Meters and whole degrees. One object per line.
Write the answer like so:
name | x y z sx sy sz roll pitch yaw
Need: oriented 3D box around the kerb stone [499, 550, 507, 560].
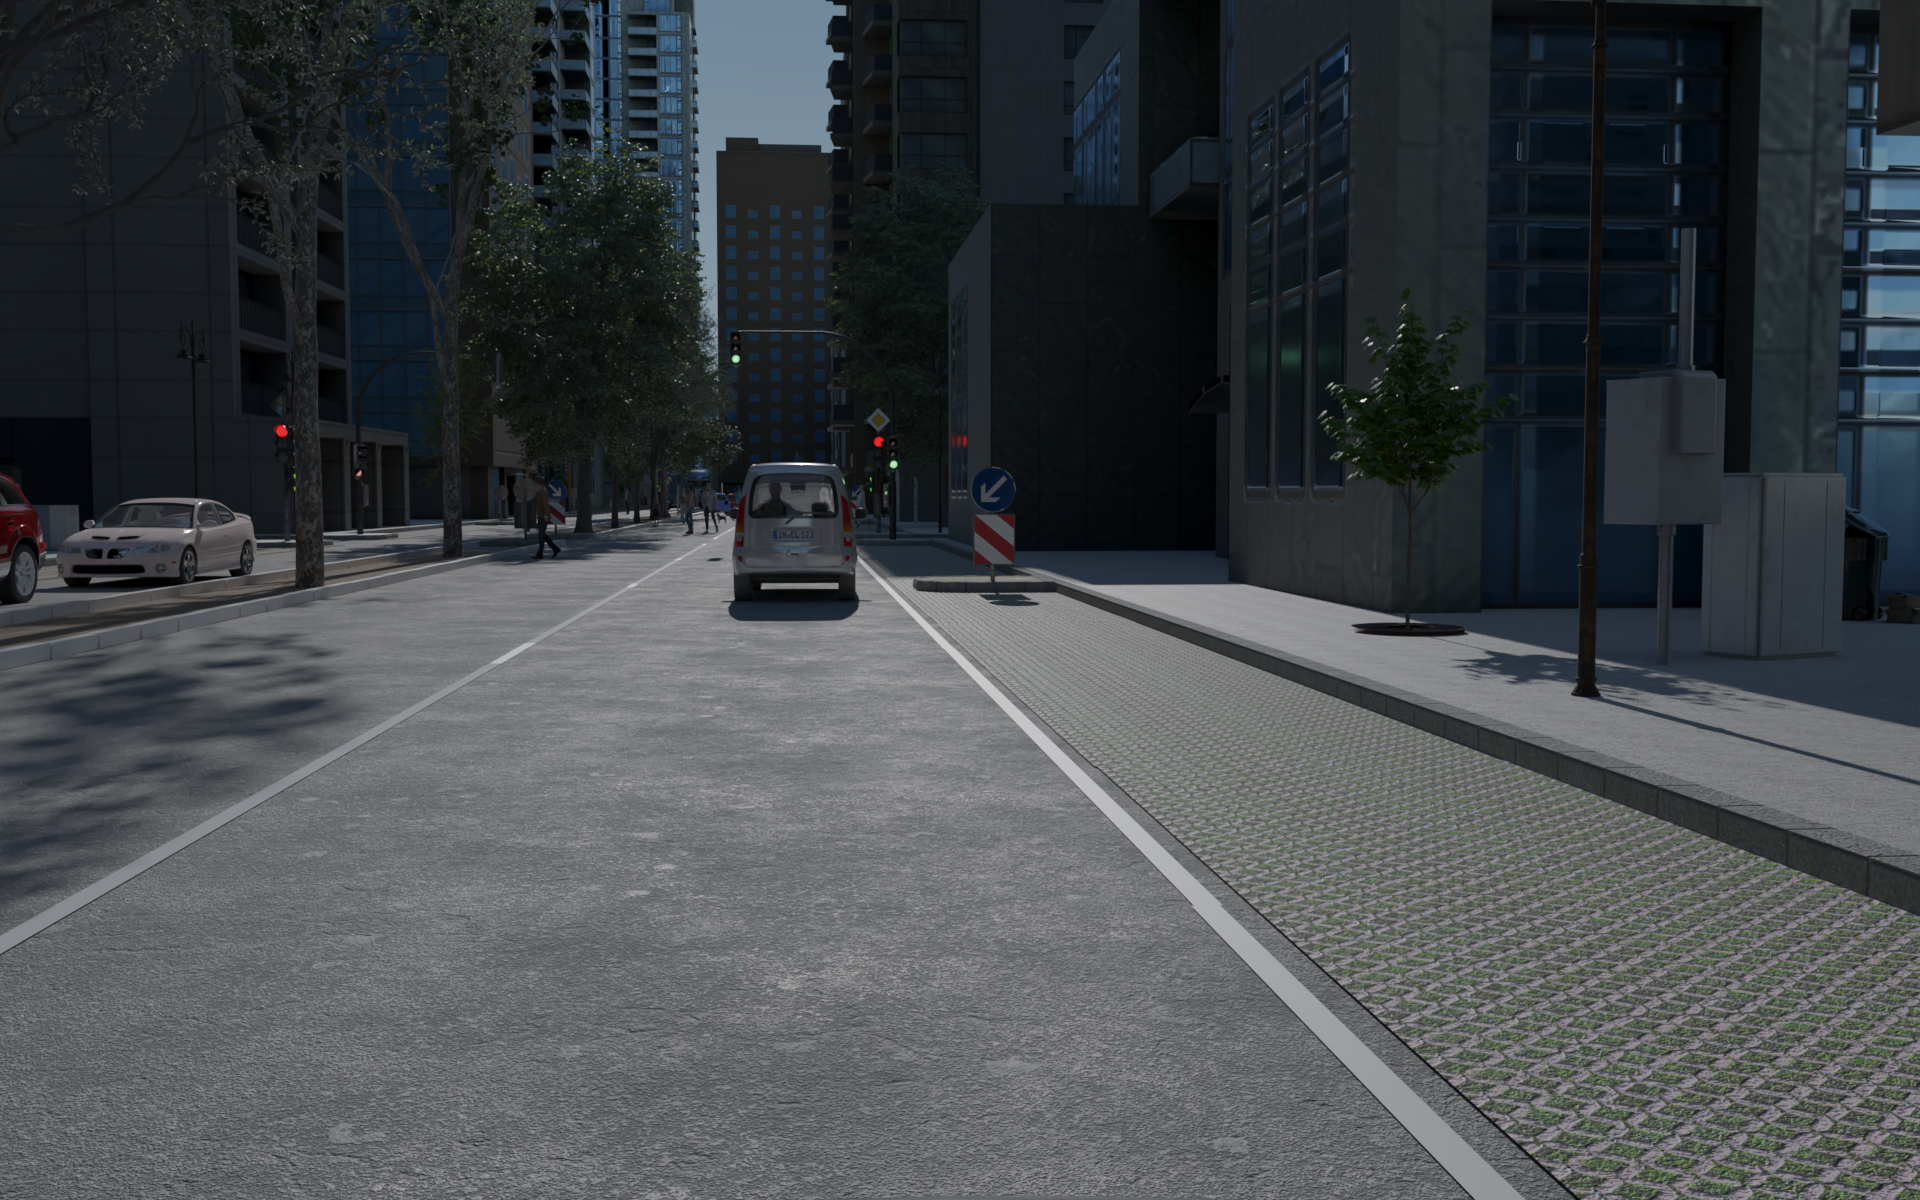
kerb stone | -10.131 -0.963 37.979 0.120 0.150 1.000 0 4 -5

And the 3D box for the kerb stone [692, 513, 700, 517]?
kerb stone | -17.536 -5.674 115.102 0.120 0.150 1.000 0 4 -5

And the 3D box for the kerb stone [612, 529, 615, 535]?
kerb stone | -12.328 -2.370 60.937 0.120 0.150 1.000 0 4 -5

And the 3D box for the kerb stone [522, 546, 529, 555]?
kerb stone | -10.415 -1.152 41.037 0.120 0.150 1.000 0 4 -5

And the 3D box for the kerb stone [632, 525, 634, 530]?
kerb stone | -13.030 -2.799 68.093 0.120 0.150 1.000 0 4 -5

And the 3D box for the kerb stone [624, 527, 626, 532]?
kerb stone | -12.730 -2.616 65.023 0.120 0.150 1.000 0 4 -5

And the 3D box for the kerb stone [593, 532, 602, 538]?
kerb stone | -11.946 -2.120 56.862 0.120 0.150 1.000 0 4 -5

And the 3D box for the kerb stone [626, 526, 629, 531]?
kerb stone | -12.828 -2.679 66.048 0.120 0.150 1.000 0 4 -5

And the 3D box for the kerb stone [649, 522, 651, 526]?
kerb stone | -13.816 -3.308 76.278 0.120 0.150 1.000 0 4 -5

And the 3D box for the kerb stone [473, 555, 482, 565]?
kerb stone | -9.839 -0.775 34.907 0.120 0.150 1.000 0 4 -5

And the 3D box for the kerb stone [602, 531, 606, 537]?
kerb stone | -12.046 -2.180 57.881 0.120 0.150 1.000 0 4 -5

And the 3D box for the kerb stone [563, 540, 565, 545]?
kerb stone | -11.109 -1.590 48.184 0.120 0.150 1.000 0 4 -5

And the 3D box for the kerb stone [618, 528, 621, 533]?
kerb stone | -12.529 -2.492 62.972 0.120 0.150 1.000 0 4 -5

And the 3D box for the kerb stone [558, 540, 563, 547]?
kerb stone | -11.016 -1.527 47.162 0.120 0.150 1.000 0 4 -5

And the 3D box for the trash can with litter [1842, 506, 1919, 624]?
trash can with litter | 9.319 -0.375 17.513 0.624 1.170 1.055 -3 5 -39

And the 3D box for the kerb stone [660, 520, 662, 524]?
kerb stone | -14.400 -3.683 82.407 0.120 0.150 1.000 0 4 -5

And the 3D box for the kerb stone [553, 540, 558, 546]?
kerb stone | -10.916 -1.465 46.144 0.120 0.150 1.000 0 4 -5

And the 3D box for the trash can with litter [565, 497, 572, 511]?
trash can with litter | -29.192 -7.144 128.198 1.055 1.170 0.624 -1 4 -17

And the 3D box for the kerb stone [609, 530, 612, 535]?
kerb stone | -12.240 -2.305 59.916 0.120 0.150 1.000 0 4 -5

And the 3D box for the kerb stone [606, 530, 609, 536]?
kerb stone | -12.140 -2.245 58.899 0.120 0.150 1.000 0 4 -5

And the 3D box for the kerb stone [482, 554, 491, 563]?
kerb stone | -9.936 -0.840 35.924 0.120 0.150 1.000 0 4 -5

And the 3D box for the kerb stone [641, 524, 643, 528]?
kerb stone | -13.420 -3.049 72.187 0.120 0.150 1.000 0 4 -5

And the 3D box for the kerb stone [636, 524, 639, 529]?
kerb stone | -13.219 -2.932 70.136 0.120 0.150 1.000 0 4 -5

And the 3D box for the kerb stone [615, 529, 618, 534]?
kerb stone | -12.437 -2.432 61.954 0.120 0.150 1.000 0 4 -5

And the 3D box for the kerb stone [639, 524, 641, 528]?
kerb stone | -13.321 -2.995 71.156 0.120 0.150 1.000 0 4 -5

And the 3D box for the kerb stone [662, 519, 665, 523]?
kerb stone | -14.602 -3.808 84.451 0.120 0.150 1.000 0 4 -5

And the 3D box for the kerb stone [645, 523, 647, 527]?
kerb stone | -13.614 -3.183 74.238 0.120 0.150 1.000 0 4 -5

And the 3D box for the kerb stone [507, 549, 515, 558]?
kerb stone | -10.220 -1.028 38.997 0.120 0.150 1.000 0 4 -5

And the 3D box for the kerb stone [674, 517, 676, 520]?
kerb stone | -15.275 -4.241 91.616 0.120 0.150 1.000 0 4 -5

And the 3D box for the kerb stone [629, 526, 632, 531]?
kerb stone | -12.926 -2.745 67.072 0.120 0.150 1.000 0 4 -5

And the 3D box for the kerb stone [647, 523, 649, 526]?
kerb stone | -13.710 -3.245 75.256 0.120 0.150 1.000 0 4 -5

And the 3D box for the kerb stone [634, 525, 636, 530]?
kerb stone | -13.125 -2.870 69.118 0.120 0.150 1.000 0 4 -5

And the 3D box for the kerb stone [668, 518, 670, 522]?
kerb stone | -14.888 -3.995 87.521 0.120 0.150 1.000 0 4 -5

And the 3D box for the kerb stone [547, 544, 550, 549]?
kerb stone | -10.813 -1.401 45.124 0.120 0.150 1.000 0 4 -5

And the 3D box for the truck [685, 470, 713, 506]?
truck | -29.501 -12.692 197.264 2.967 4.110 18.799 0 4 -7

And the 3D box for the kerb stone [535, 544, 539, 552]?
kerb stone | -10.618 -1.277 43.077 0.120 0.150 1.000 0 4 -5

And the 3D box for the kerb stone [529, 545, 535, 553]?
kerb stone | -10.521 -1.211 42.054 0.120 0.150 1.000 0 4 -5

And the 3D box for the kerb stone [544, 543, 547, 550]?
kerb stone | -10.721 -1.340 44.100 0.120 0.150 1.000 0 4 -5

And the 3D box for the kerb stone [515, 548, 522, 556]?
kerb stone | -10.325 -1.090 40.019 0.120 0.150 1.000 0 4 -5

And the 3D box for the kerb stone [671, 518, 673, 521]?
kerb stone | -15.081 -4.120 89.559 0.120 0.150 1.000 0 4 -5

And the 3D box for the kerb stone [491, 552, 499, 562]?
kerb stone | -10.027 -0.900 36.950 0.120 0.150 1.000 0 4 -5

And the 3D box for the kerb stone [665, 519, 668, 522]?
kerb stone | -14.790 -3.930 86.498 0.120 0.150 1.000 0 4 -5

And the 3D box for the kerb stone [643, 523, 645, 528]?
kerb stone | -13.519 -3.120 73.214 0.120 0.150 1.000 0 4 -5

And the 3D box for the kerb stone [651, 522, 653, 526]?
kerb stone | -13.903 -3.371 77.306 0.120 0.150 1.000 0 4 -5

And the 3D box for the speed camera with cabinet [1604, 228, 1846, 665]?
speed camera with cabinet | 5.967 -1.170 13.459 2.038 3.252 0.660 -2 4 -26

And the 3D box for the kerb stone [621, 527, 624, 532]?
kerb stone | -12.636 -2.557 63.997 0.120 0.150 1.000 0 4 -5
